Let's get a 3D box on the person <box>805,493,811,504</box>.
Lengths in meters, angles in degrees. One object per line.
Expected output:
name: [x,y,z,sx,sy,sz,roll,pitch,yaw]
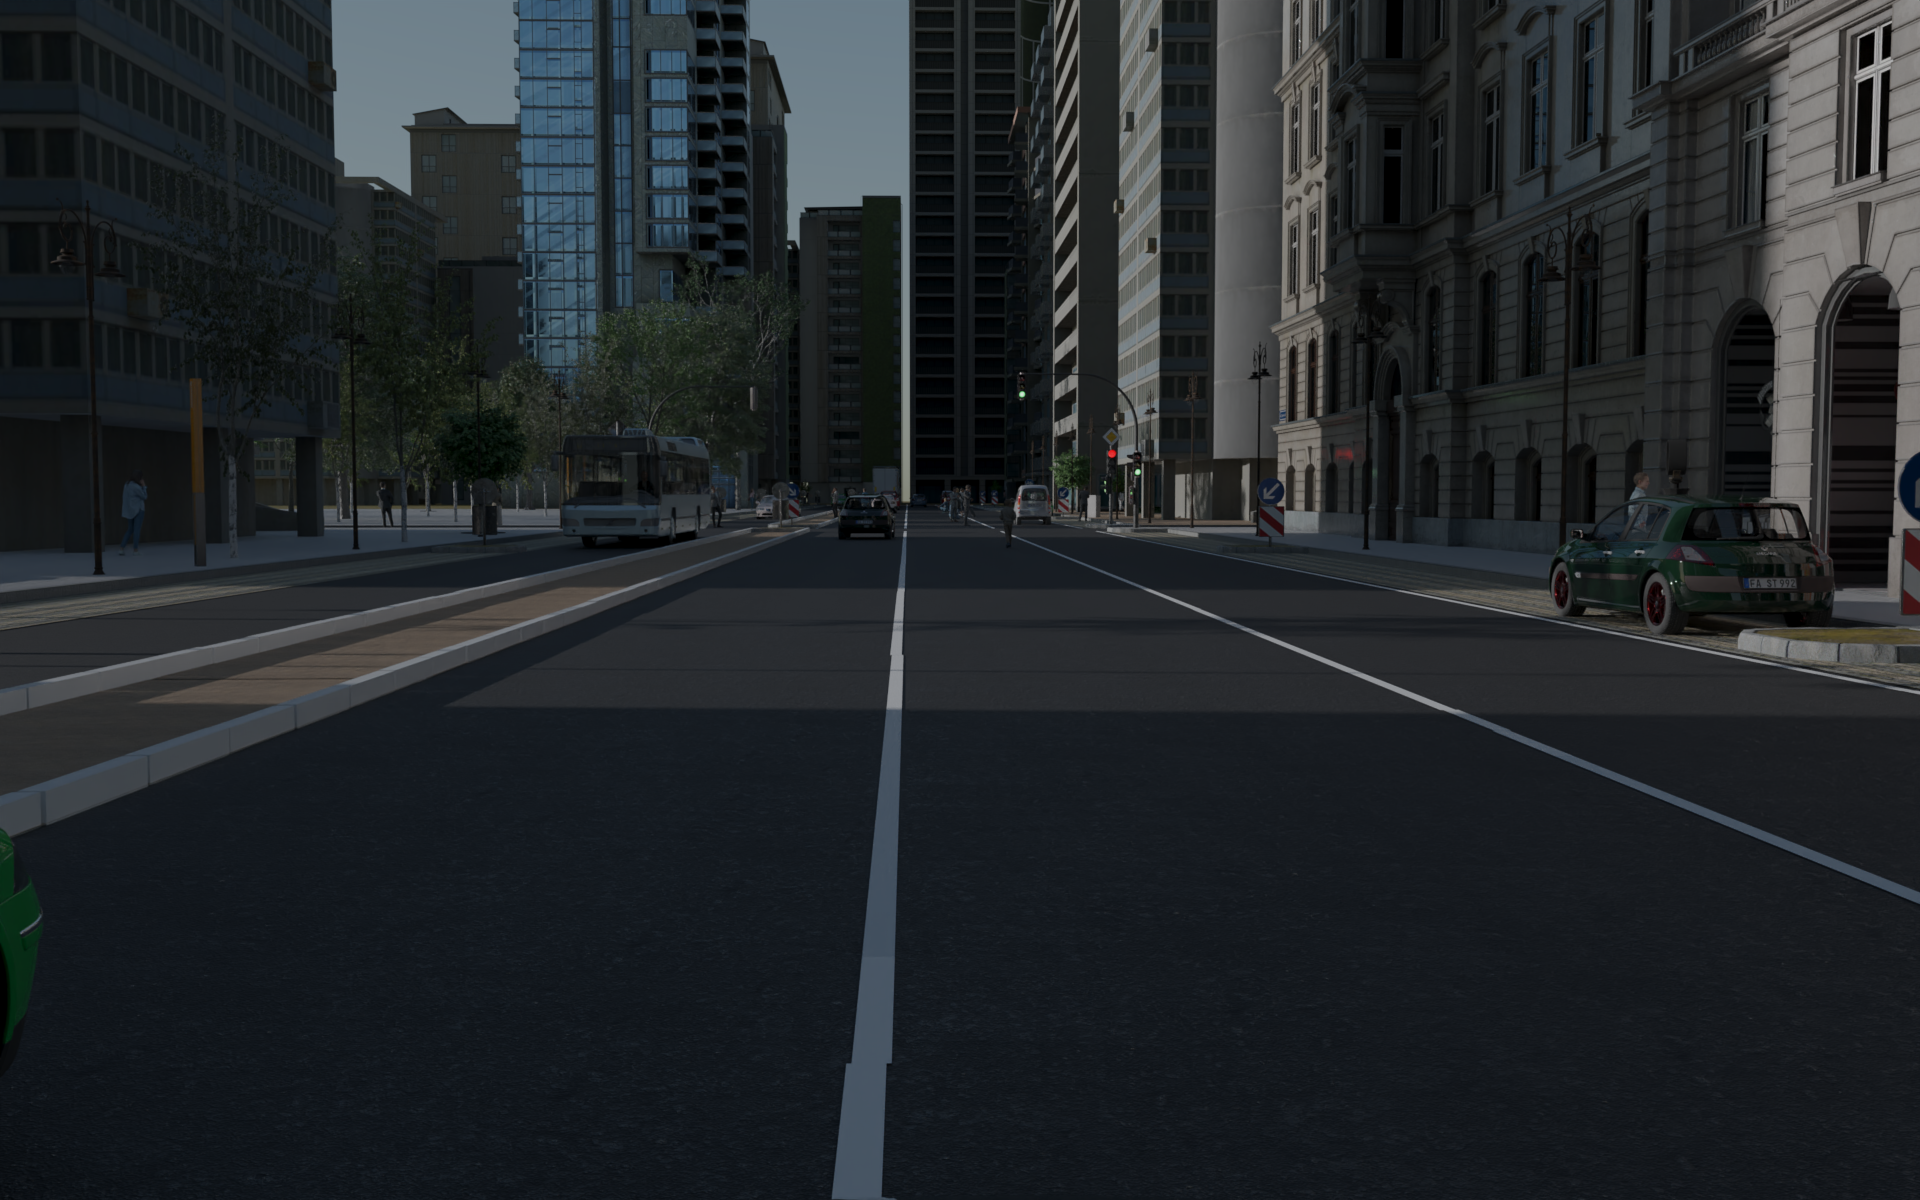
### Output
person: [-19.874,-13.358,224.462,1.348,1.822,0.705,0,4,-6]

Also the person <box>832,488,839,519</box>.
person: [-7.113,-5.497,98.555,0.473,1.802,0.592,0,4,7]

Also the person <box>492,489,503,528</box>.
person: [-18.609,-3.703,69.585,0.519,1.759,0.362,0,4,-2]

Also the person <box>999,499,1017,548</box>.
person: [1.271,-2.052,46.321,0.475,1.303,0.640,0,4,-7]

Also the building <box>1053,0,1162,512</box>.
building: [18.719,-31.157,133.122,21.300,48.544,21.600,0,4,-2]

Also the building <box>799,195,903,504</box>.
building: [-14.941,-33.980,239.160,14.086,41.232,14.154,0,4,-2]

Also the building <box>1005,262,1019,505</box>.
building: [12.482,-27.211,216.592,14.160,30.474,14.107,0,4,-2]

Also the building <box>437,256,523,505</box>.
building: [-55.777,-27.090,214.619,14.107,30.474,14.160,0,4,-2]

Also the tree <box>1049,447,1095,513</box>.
tree: [7.815,-8.386,120.819,4.285,4.588,4.351,0,3,0]

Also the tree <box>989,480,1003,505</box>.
tree: [4.348,-13.240,211.069,1.663,3.219,1.824,0,3,0]

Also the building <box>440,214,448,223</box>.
building: [-75.036,-31.332,204.160,23.993,40.220,32.217,0,4,-2]

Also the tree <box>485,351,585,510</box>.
tree: [-34.644,-13.600,139.362,9.611,12.733,9.660,0,3,0]

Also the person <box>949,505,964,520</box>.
person: [-0.265,-4.898,94.078,0.738,1.151,1.012,-1,4,-14]

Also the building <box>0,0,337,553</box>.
building: [-30.392,-21.626,45.468,23.993,40.220,32.217,0,4,-2]

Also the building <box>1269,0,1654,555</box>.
building: [17.273,-13.890,46.180,14.460,24.649,34.723,0,4,-2]

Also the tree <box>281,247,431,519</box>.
tree: [-31.662,-11.145,88.871,9.857,13.997,8.962,0,3,0]

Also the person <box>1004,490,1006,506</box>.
person: [5.030,-11.331,192.017,0.721,1.736,1.217,0,4,-2]

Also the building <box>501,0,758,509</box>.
building: [-29.957,-51.955,162.130,22.319,86.520,31.000,0,4,-2]

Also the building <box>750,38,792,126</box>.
building: [-34.765,-37.799,207.248,27.495,52.752,28.713,0,4,-2]

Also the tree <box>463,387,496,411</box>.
tree: [-32.866,-10.335,119.341,4.360,8.622,3.978,0,3,0]

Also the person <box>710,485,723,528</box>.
person: [-10.459,-4.012,74.280,0.592,1.802,0.473,-1,4,-23]

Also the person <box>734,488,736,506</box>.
person: [-17.486,-7.951,136.317,0.573,1.790,0.520,-2,4,-34]

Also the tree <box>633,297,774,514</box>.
tree: [-16.600,-12.648,113.444,9.857,13.997,8.962,0,3,0]

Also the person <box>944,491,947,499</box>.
person: [-1.458,-10.776,185.405,0.721,1.735,1.217,0,4,4]

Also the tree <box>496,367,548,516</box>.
tree: [-23.877,-9.157,100.079,4.360,8.622,3.978,0,3,0]

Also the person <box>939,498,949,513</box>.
person: [-1.230,-7.080,129.757,0.738,1.151,1.012,3,4,38]

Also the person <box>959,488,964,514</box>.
person: [0.025,-6.989,122.610,0.795,1.843,0.661,2,4,30]

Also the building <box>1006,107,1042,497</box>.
building: [16.680,-33.011,194.352,22.147,44.769,28.867,0,4,-2]

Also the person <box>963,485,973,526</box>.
person: [0.371,-4.298,78.572,0.447,1.846,0.655,0,4,-2]

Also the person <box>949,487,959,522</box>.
person: [-0.263,-4.929,89.277,0.466,1.800,0.511,3,5,43]

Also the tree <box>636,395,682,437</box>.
tree: [-20.804,-10.550,122.860,4.737,8.622,4.395,0,3,0]

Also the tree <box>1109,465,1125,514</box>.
tree: [10.046,-7.039,109.685,1.663,3.219,1.824,0,3,0]

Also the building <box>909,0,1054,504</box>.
building: [3.258,-49.104,241.099,20.611,71.187,20.563,0,4,-2]

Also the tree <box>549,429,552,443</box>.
tree: [-31.748,-10.684,125.048,4.737,8.622,4.395,0,3,0]

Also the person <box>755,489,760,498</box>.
person: [-14.875,-7.332,128.561,0.661,1.801,0.590,0,4,5]

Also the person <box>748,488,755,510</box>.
person: [-16.899,-8.203,140.760,0.593,1.750,0.643,2,4,26]

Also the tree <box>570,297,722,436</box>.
tree: [-16.258,-10.059,90.226,9.928,11.665,9.643,0,3,0]

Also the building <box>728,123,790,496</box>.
building: [-25.929,-30.737,186.144,14.154,41.232,14.086,0,4,-2]

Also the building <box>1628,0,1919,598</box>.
building: [17.534,-10.705,16.834,13.314,21.916,24.055,0,4,-2]

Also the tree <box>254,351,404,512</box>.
tree: [-40.852,-11.015,105.849,9.928,11.665,9.643,0,3,0]

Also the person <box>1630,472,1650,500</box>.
person: [10.113,-1.096,25.781,0.330,1.601,0.589,3,4,36]

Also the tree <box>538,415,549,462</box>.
tree: [-29.982,-9.916,112.493,4.737,8.622,4.395,0,3,0]

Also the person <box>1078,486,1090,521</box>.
person: [6.482,-5.053,90.930,0.655,1.846,0.447,0,4,0]

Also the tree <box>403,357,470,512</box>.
tree: [-39.389,-12.342,127.547,9.928,11.665,9.643,0,3,0]

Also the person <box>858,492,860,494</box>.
person: [-11.156,-11.138,191.544,0.756,1.711,0.436,-3,5,-44]

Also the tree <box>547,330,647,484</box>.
tree: [-16.083,-7.761,77.261,4.360,8.622,3.978,0,3,0]

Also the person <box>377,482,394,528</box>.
person: [-22.152,-3.604,66.780,0.648,1.900,0.474,-1,4,-22]

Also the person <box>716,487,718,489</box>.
person: [-18.355,-7.630,131.066,0.520,1.790,0.573,0,4,-7]

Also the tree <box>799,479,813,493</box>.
tree: [-19.766,-13.817,220.516,1.663,3.219,1.824,0,3,0]

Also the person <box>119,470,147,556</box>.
person: [-17.259,-1.823,36.117,0.793,1.790,0.793,0,4,-1]

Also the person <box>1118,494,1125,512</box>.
person: [11.381,-7.074,121.585,0.818,1.842,0.514,-2,4,-34]

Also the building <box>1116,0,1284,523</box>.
building: [21.049,-24.374,90.403,23.993,40.220,32.217,0,4,-2]

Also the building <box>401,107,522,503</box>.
building: [-60.411,-40.092,244.750,27.495,52.752,28.713,0,4,-2]

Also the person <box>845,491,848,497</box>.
person: [-12.739,-11.356,194.185,1.348,1.822,0.705,-2,4,-33]

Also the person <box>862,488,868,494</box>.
person: [-5.595,-5.732,102.564,0.601,1.785,0.444,-2,4,-28]

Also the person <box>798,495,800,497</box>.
person: [-19.740,-12.256,207.221,1.217,1.735,0.721,-2,4,-24]

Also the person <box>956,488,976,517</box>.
person: [0.230,-5.988,106.623,1.509,1.804,0.699,0,4,2]

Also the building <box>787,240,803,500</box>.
building: [-34.239,-33.982,247.491,23.993,40.220,32.217,0,4,-2]

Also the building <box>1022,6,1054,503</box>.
building: [18.321,-33.289,163.882,23.786,49.044,30.456,0,4,-2]

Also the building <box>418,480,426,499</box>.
building: [-81.162,-33.848,237.007,14.086,41.232,14.154,0,4,-2]
